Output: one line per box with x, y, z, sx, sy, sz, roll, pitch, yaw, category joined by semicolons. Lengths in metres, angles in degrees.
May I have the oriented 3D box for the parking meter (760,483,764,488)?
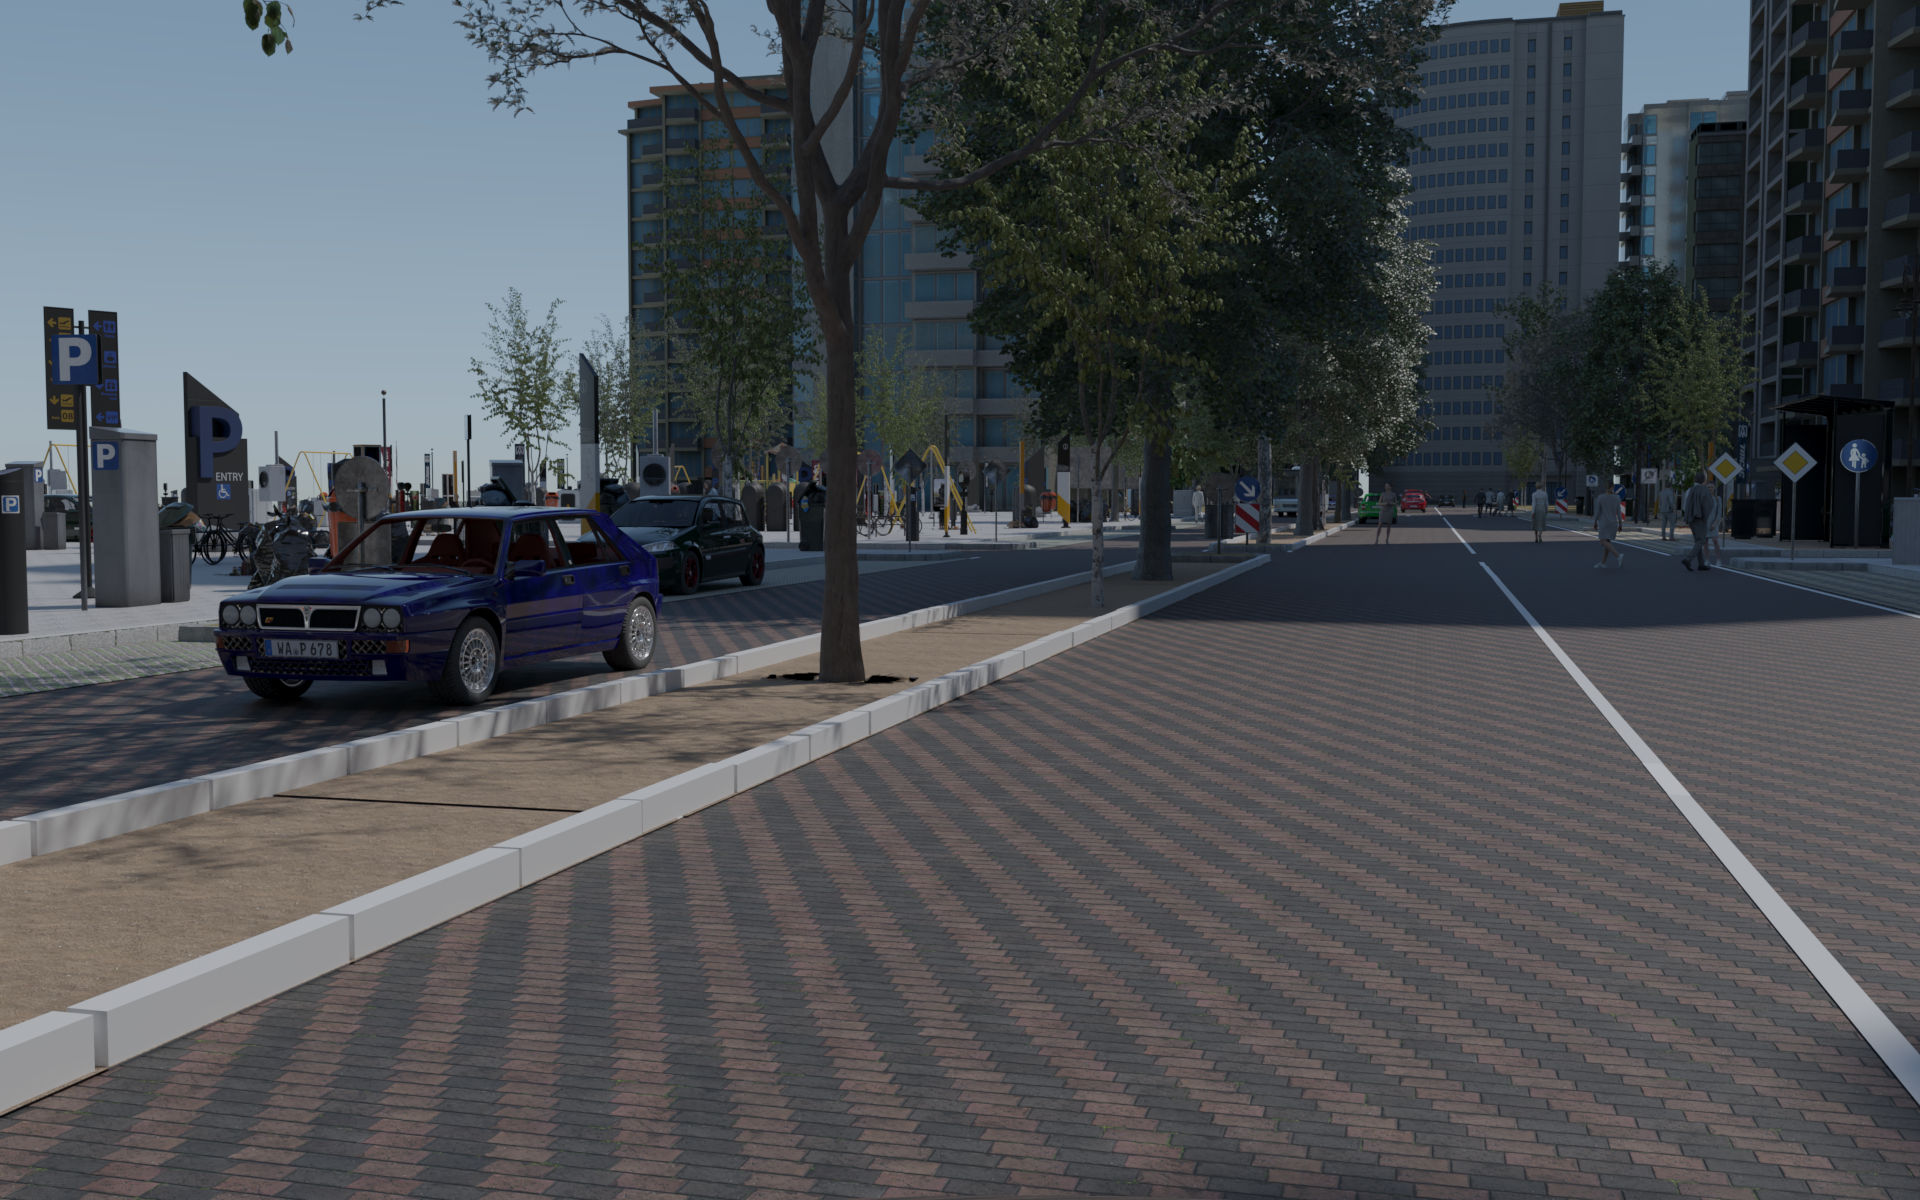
-10.446;-5.185;90.490;0.399;1.863;0.255;2;4;25;parking meter

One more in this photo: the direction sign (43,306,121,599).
-10.749;-1.791;21.281;0.379;3.537;0.876;3;4;38;direction sign

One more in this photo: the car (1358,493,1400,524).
20.371;-4.618;84.295;1.959;1.807;4.718;1;4;15;car

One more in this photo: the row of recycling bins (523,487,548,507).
-24.747;-5.580;98.342;3.534;1.692;1.069;2;4;34;row of recycling bins

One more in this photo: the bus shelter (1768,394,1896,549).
21.860;-3.204;43.676;1.731;3.624;6.357;1;4;15;bus shelter

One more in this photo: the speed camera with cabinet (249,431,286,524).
-22.028;-3.685;54.579;2.038;3.252;0.660;3;5;41;speed camera with cabinet

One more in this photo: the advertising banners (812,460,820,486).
-8.099;-5.658;88.693;2.074;3.025;0.090;0;4;-5;advertising banners

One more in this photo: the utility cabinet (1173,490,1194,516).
12.832;-5.538;99.224;1.173;1.500;0.318;3;5;39;utility cabinet

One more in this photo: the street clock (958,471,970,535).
0.121;-3.045;54.361;0.358;2.002;0.471;-1;4;-23;street clock

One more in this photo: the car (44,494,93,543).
-23.936;-2.285;47.147;4.222;1.686;2.009;1;4;15;car

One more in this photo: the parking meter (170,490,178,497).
-44.208;-5.445;97.442;0.372;1.533;0.369;0;3;0;parking meter

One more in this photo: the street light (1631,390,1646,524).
29.434;-6.265;75.214;0.468;5.910;1.993;1;4;15;street light

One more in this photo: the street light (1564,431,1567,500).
39.511;-8.571;112.927;0.468;5.910;1.993;1;4;15;street light

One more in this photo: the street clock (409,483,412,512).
-34.082;-6.258;106.883;0.358;2.002;0.471;3;5;44;street clock

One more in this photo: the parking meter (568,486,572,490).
-28.071;-7.280;124.742;0.255;1.863;0.399;0;4;-6;parking meter

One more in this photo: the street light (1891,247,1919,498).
17.930;-3.660;32.621;0.468;5.910;1.993;1;4;15;street light

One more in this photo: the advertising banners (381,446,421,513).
-20.732;-4.160;64.208;0.090;3.025;2.074;2;4;24;advertising banners

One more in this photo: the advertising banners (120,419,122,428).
-20.367;-2.765;41.393;0.090;3.025;2.074;-3;5;-44;advertising banners

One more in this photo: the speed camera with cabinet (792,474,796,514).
-10.765;-7.200;112.058;0.660;3.252;2.038;0;4;7;speed camera with cabinet

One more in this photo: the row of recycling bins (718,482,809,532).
-6.677;-3.224;59.818;3.534;1.692;1.069;1;4;11;row of recycling bins

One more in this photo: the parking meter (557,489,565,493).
-20.065;-4.818;87.183;0.372;1.533;0.369;0;3;0;parking meter

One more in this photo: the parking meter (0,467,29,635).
-8.755;-0.455;15.849;0.372;1.533;0.369;0;3;0;parking meter

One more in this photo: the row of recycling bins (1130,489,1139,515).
11.402;-6.015;105.456;1.069;1.692;3.534;2;4;34;row of recycling bins

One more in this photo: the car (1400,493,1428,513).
35.039;-7.624;133.687;2.155;1.783;4.494;1;4;15;car

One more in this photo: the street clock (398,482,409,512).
-33.659;-6.103;104.346;0.358;2.002;0.471;1;4;23;street clock

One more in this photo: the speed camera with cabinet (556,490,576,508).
-16.443;-4.958;75.398;2.038;3.252;0.660;0;4;3;speed camera with cabinet

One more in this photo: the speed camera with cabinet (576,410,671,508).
-7.801;-2.816;40.382;2.038;3.252;0.660;0;4;-5;speed camera with cabinet

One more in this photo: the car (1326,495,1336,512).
29.082;-7.471;134.729;1.945;1.354;3.894;1;4;16;car

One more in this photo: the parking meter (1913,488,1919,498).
39.642;-3.870;71.683;0.372;1.533;0.369;0;3;0;parking meter

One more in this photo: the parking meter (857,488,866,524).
-4.136;-3.916;72.433;0.372;1.533;0.369;0;3;0;parking meter

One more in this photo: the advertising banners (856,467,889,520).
-4.570;-5.509;86.258;2.074;3.025;0.090;-1;4;-18;advertising banners

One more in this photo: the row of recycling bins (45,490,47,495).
-51.396;-5.298;93.732;3.534;1.692;1.069;-2;4;-27;row of recycling bins

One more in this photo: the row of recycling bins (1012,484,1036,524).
2.755;-4.146;74.894;1.069;1.692;3.534;0;4;1;row of recycling bins

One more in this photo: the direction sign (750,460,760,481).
-13.556;-7.496;114.564;0.379;3.537;0.876;3;5;43;direction sign

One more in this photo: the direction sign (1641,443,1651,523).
30.543;-5.200;77.013;0.379;3.537;0.876;0;4;6;direction sign

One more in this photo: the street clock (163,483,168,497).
-51.894;-6.642;113.165;0.358;2.002;0.471;-1;4;-18;street clock

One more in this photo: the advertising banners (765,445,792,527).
-6.891;-4.082;62.925;2.074;3.025;0.090;3;4;38;advertising banners

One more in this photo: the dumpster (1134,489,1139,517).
10.462;-5.592;97.183;1.264;1.857;1.865;1;4;15;dumpster

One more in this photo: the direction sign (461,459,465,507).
-33.824;-7.699;117.879;0.379;3.537;0.876;0;4;-6;direction sign

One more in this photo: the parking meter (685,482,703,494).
-5.488;-1.675;35.800;0.372;1.533;0.369;0;3;0;parking meter

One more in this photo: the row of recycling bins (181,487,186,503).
-44.470;-5.870;103.090;3.534;1.692;1.069;-1;4;-17;row of recycling bins

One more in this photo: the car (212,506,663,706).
-3.763;-0.032;13.111;1.945;1.354;3.894;1;4;16;car

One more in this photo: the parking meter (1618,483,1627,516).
36.301;-5.459;94.963;0.255;1.863;0.399;-2;4;-32;parking meter

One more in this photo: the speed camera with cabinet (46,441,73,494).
-33.115;-4.245;63.743;0.660;3.252;2.038;-2;4;-35;speed camera with cabinet

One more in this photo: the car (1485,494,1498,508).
52.266;-9.757;169.314;2.009;1.686;4.222;1;4;17;car

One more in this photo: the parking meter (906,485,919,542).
-1.287;-2.355;46.909;0.372;1.533;0.369;0;3;0;parking meter

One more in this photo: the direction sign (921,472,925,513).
-2.484;-7.575;115.855;0.379;3.537;0.876;0;4;-1;direction sign

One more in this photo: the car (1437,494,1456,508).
51.829;-10.683;184.452;2.009;1.686;4.222;1;4;15;car

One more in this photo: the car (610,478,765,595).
-4.292;-0.977;25.764;2.009;1.686;4.222;1;4;15;car

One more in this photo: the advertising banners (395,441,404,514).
-18.721;-3.762;57.693;0.090;3.025;2.074;-1;4;-15;advertising banners

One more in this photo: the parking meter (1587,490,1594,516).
36.731;-5.659;100.933;0.372;1.533;0.369;0;3;0;parking meter

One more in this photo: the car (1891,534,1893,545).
22.087;-1.672;36.132;4.718;1.807;1.959;1;4;13;car

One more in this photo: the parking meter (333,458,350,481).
-9.967;-1.372;28.151;0.255;1.863;0.399;1;4;9;parking meter

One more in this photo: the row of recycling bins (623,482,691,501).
-10.409;-3.230;59.924;1.069;1.692;3.534;2;4;32;row of recycling bins

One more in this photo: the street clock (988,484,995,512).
2.230;-7.111;120.827;0.471;2.002;0.358;2;4;26;street clock

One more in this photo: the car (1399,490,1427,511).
38.716;-8.521;147.991;2.281;1.827;5.304;1;4;13;car

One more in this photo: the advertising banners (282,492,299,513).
-45.238;-7.321;115.884;2.074;3.025;0.090;1;4;10;advertising banners

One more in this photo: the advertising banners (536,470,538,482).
-29.266;-7.596;120.378;0.090;3.025;2.074;-2;4;-23;advertising banners

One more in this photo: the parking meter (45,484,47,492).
-52.253;-5.690;98.747;0.399;1.863;0.255;1;4;22;parking meter
